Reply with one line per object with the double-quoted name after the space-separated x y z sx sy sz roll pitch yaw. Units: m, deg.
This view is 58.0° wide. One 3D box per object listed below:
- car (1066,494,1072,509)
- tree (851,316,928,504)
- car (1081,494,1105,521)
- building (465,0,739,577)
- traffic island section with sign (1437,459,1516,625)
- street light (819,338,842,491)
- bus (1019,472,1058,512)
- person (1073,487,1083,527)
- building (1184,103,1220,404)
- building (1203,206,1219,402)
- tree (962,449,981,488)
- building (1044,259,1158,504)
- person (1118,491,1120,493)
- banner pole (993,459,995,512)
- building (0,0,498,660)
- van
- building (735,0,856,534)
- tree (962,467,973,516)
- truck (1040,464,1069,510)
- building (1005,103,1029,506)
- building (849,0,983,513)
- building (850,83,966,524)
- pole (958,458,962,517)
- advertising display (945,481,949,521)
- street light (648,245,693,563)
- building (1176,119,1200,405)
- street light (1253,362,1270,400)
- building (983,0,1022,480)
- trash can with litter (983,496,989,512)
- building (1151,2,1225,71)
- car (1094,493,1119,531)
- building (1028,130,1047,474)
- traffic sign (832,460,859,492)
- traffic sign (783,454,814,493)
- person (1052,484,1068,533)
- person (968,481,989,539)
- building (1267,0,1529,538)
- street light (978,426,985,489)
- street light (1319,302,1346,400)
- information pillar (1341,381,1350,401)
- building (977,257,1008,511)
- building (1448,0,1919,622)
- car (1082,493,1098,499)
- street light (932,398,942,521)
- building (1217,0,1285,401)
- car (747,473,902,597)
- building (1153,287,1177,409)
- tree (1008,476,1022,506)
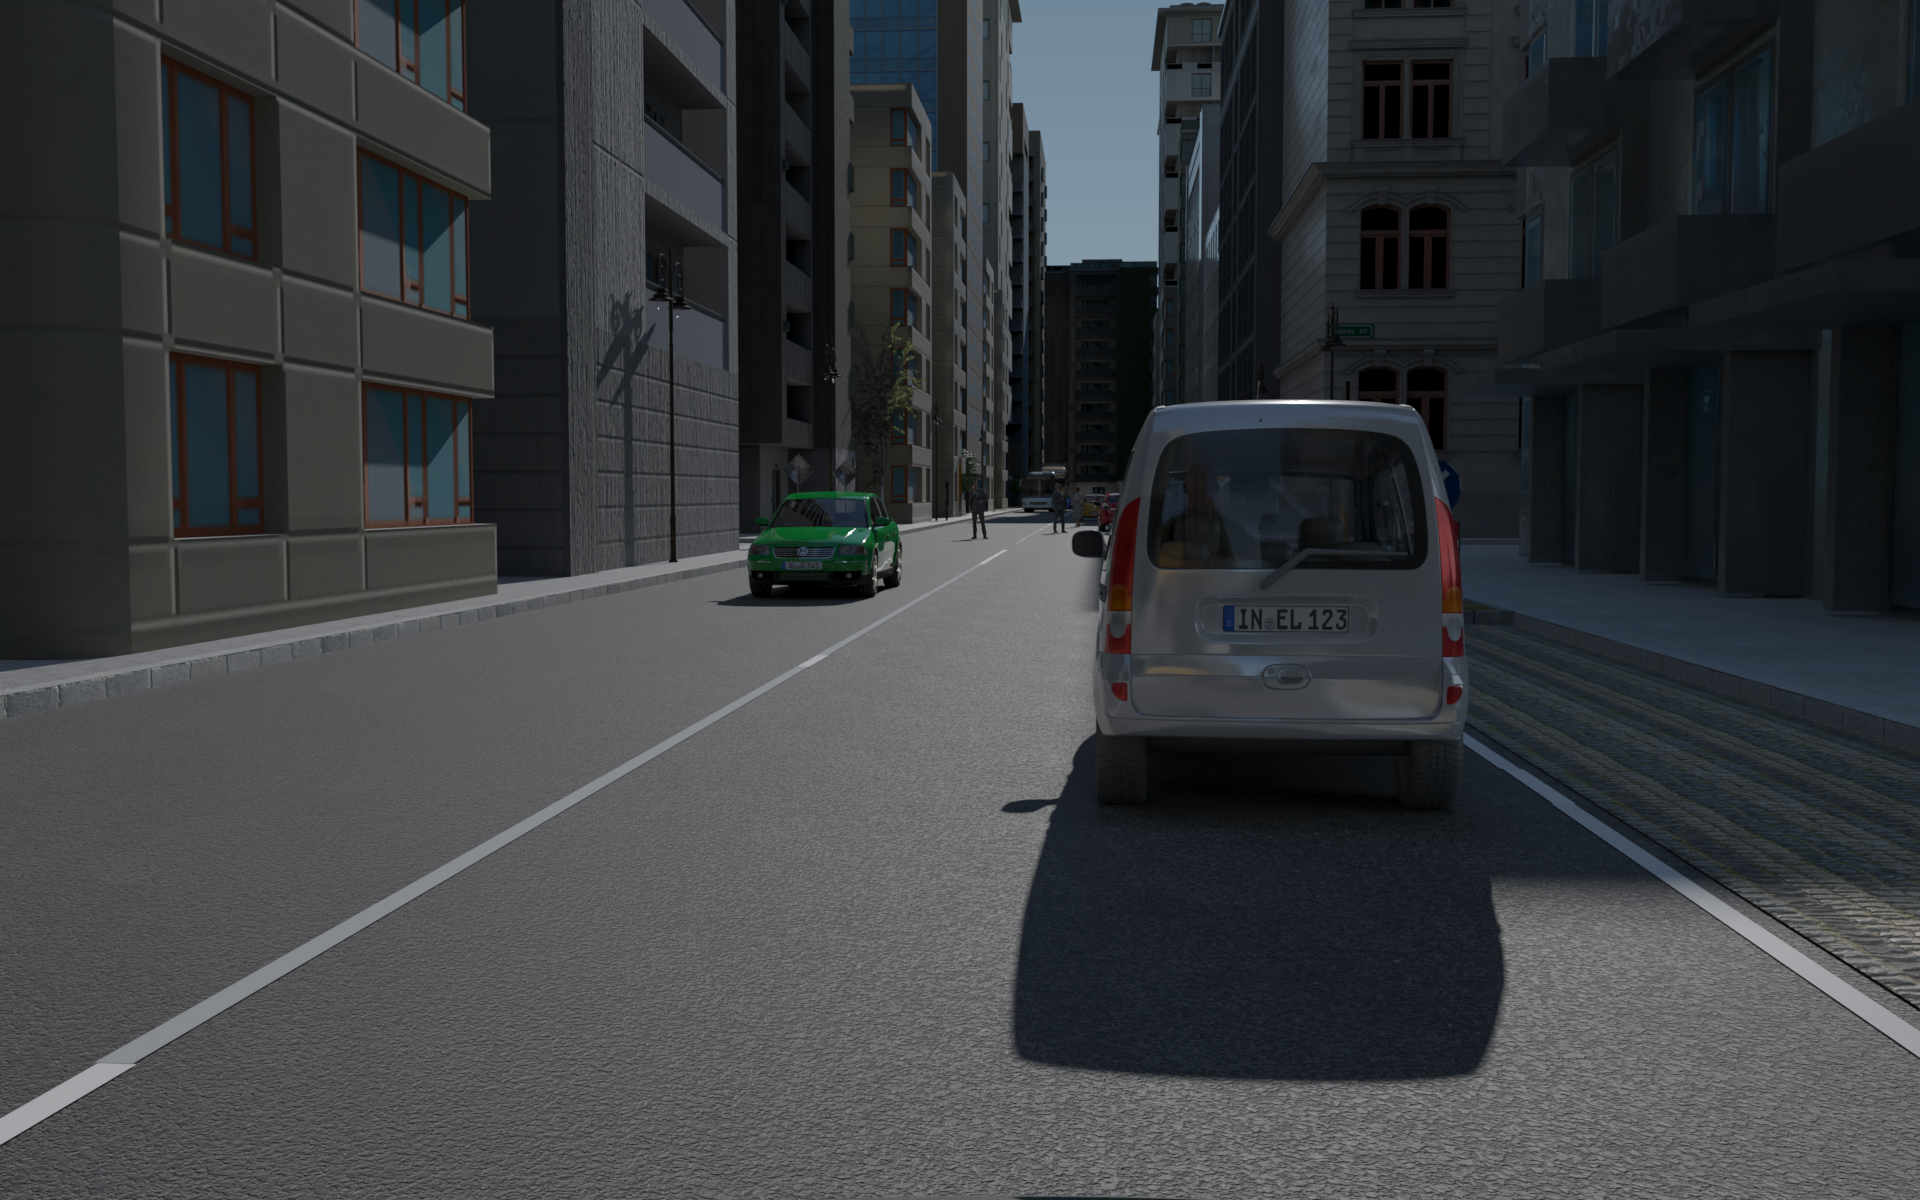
10.218 -9.963 172.490 1.945 1.707 3.694 0 4 6 "car"
-3.442 -7.383 71.070 4.360 8.622 3.978 0 3 0 "tree"
7.247 -5.058 92.917 2.015 1.641 3.980 0 4 4 "car"
-19.379 -30.130 34.622 28.212 58.520 21.231 0 4 5 "building"
5.135 -0.685 19.836 1.989 1.847 2.006 0 4 5 "traffic island section with sign"
-3.836 -4.816 51.522 0.468 5.910 1.993 0 4 5 "street light"
6.499 -8.878 140.021 2.948 3.499 13.247 0 4 4 "bus"
5.057 -4.042 75.157 0.524 1.755 0.480 3 5 44 "person"
21.402 -18.138 114.576 12.078 24.808 19.932 0 4 5 "building"
19.222 -14.766 96.176 10.420 20.320 16.860 0 4 5 "building"
-0.276 -7.591 107.820 4.285 4.588 4.351 0 3 0 "tree"
17.509 -27.173 215.987 14.107 30.474 14.160 0 4 5 "building"
14.485 -9.034 156.940 1.217 1.736 0.721 -2 4 -32 "person"
2.416 -8.096 122.389 0.401 3.779 0.863 0 4 -1 "banner pole"
-20.895 -9.987 8.331 27.650 21.520 28.899 0 4 5 "building"
1.583 -0.140 9.294 2.013 2.044 4.112 0 4 6 "van"
-11.528 -17.543 58.535 14.160 30.474 14.107 0 4 5 "building"
-0.053 -6.677 103.765 1.663 3.219 1.824 0 3 0 "tree"
8.796 -10.589 162.050 2.839 4.237 11.283 0 4 4 "truck"
0.303 -33.347 195.337 14.200 45.320 14.600 0 4 5 "building"
-5.849 -28.541 116.757 14.600 45.320 14.200 0 4 5 "building"
-14.626 -14.897 88.608 27.650 21.520 28.899 0 4 5 "building"
0.005 -6.305 96.937 0.158 3.312 0.155 0 3 0 "pole"
-0.640 -4.788 83.490 0.123 1.923 0.974 0 4 -4 "advertising display"
-5.384 -3.644 32.364 0.468 5.910 1.993 0 4 5 "street light"
24.070 -22.301 136.326 14.160 30.474 14.107 0 4 5 "building"
10.528 -5.375 60.672 0.468 5.910 1.993 0 4 5 "street light"
-8.858 -35.467 169.126 28.713 52.752 27.495 0 4 5 "building"
1.777 -6.962 125.212 0.624 1.170 1.055 0 4 6 "trash can with litter"
35.069 -36.444 185.096 28.713 52.752 27.495 0 4 5 "building"
6.377 -3.629 68.375 2.155 1.783 4.494 0 4 3 "car"
0.072 -36.546 221.229 21.600 48.544 21.300 0 4 5 "building"
-3.391 -2.916 51.314 0.795 2.450 0.064 0 4 5 "traffic sign"
-4.045 -2.429 43.355 0.795 2.450 0.064 0 4 5 "traffic sign"
3.690 -3.357 63.558 0.590 1.801 0.661 3 5 45 "person"
0.596 -2.868 55.199 0.655 1.846 0.447 0 4 3 "person"
22.092 -16.371 55.064 23.554 28.519 14.401 0 4 5 "building"
1.460 -8.731 115.542 0.468 5.910 1.993 0 4 5 "street light"
8.977 -4.225 41.867 0.468 5.910 1.993 0 4 5 "street light"
7.998 -2.732 36.022 0.183 3.616 0.504 0 4 -1 "information pillar"
-10.671 -18.162 141.989 27.650 21.520 28.899 0 4 5 "building"
20.011 -24.540 20.833 23.786 49.044 30.456 0 4 5 "building"
11.139 -8.236 143.699 2.155 1.783 4.494 0 4 4 "car"
-1.132 -6.758 83.278 0.468 5.910 1.993 0 4 5 "street light"
18.979 -17.211 74.902 14.314 27.812 24.014 0 4 5 "building"
-1.923 -1.022 25.500 1.959 1.807 4.718 0 4 5 "car"
31.883 -19.130 157.820 27.650 21.520 28.899 0 4 5 "building"
6.296 -11.799 187.517 1.663 3.219 1.824 0 3 0 "tree"
